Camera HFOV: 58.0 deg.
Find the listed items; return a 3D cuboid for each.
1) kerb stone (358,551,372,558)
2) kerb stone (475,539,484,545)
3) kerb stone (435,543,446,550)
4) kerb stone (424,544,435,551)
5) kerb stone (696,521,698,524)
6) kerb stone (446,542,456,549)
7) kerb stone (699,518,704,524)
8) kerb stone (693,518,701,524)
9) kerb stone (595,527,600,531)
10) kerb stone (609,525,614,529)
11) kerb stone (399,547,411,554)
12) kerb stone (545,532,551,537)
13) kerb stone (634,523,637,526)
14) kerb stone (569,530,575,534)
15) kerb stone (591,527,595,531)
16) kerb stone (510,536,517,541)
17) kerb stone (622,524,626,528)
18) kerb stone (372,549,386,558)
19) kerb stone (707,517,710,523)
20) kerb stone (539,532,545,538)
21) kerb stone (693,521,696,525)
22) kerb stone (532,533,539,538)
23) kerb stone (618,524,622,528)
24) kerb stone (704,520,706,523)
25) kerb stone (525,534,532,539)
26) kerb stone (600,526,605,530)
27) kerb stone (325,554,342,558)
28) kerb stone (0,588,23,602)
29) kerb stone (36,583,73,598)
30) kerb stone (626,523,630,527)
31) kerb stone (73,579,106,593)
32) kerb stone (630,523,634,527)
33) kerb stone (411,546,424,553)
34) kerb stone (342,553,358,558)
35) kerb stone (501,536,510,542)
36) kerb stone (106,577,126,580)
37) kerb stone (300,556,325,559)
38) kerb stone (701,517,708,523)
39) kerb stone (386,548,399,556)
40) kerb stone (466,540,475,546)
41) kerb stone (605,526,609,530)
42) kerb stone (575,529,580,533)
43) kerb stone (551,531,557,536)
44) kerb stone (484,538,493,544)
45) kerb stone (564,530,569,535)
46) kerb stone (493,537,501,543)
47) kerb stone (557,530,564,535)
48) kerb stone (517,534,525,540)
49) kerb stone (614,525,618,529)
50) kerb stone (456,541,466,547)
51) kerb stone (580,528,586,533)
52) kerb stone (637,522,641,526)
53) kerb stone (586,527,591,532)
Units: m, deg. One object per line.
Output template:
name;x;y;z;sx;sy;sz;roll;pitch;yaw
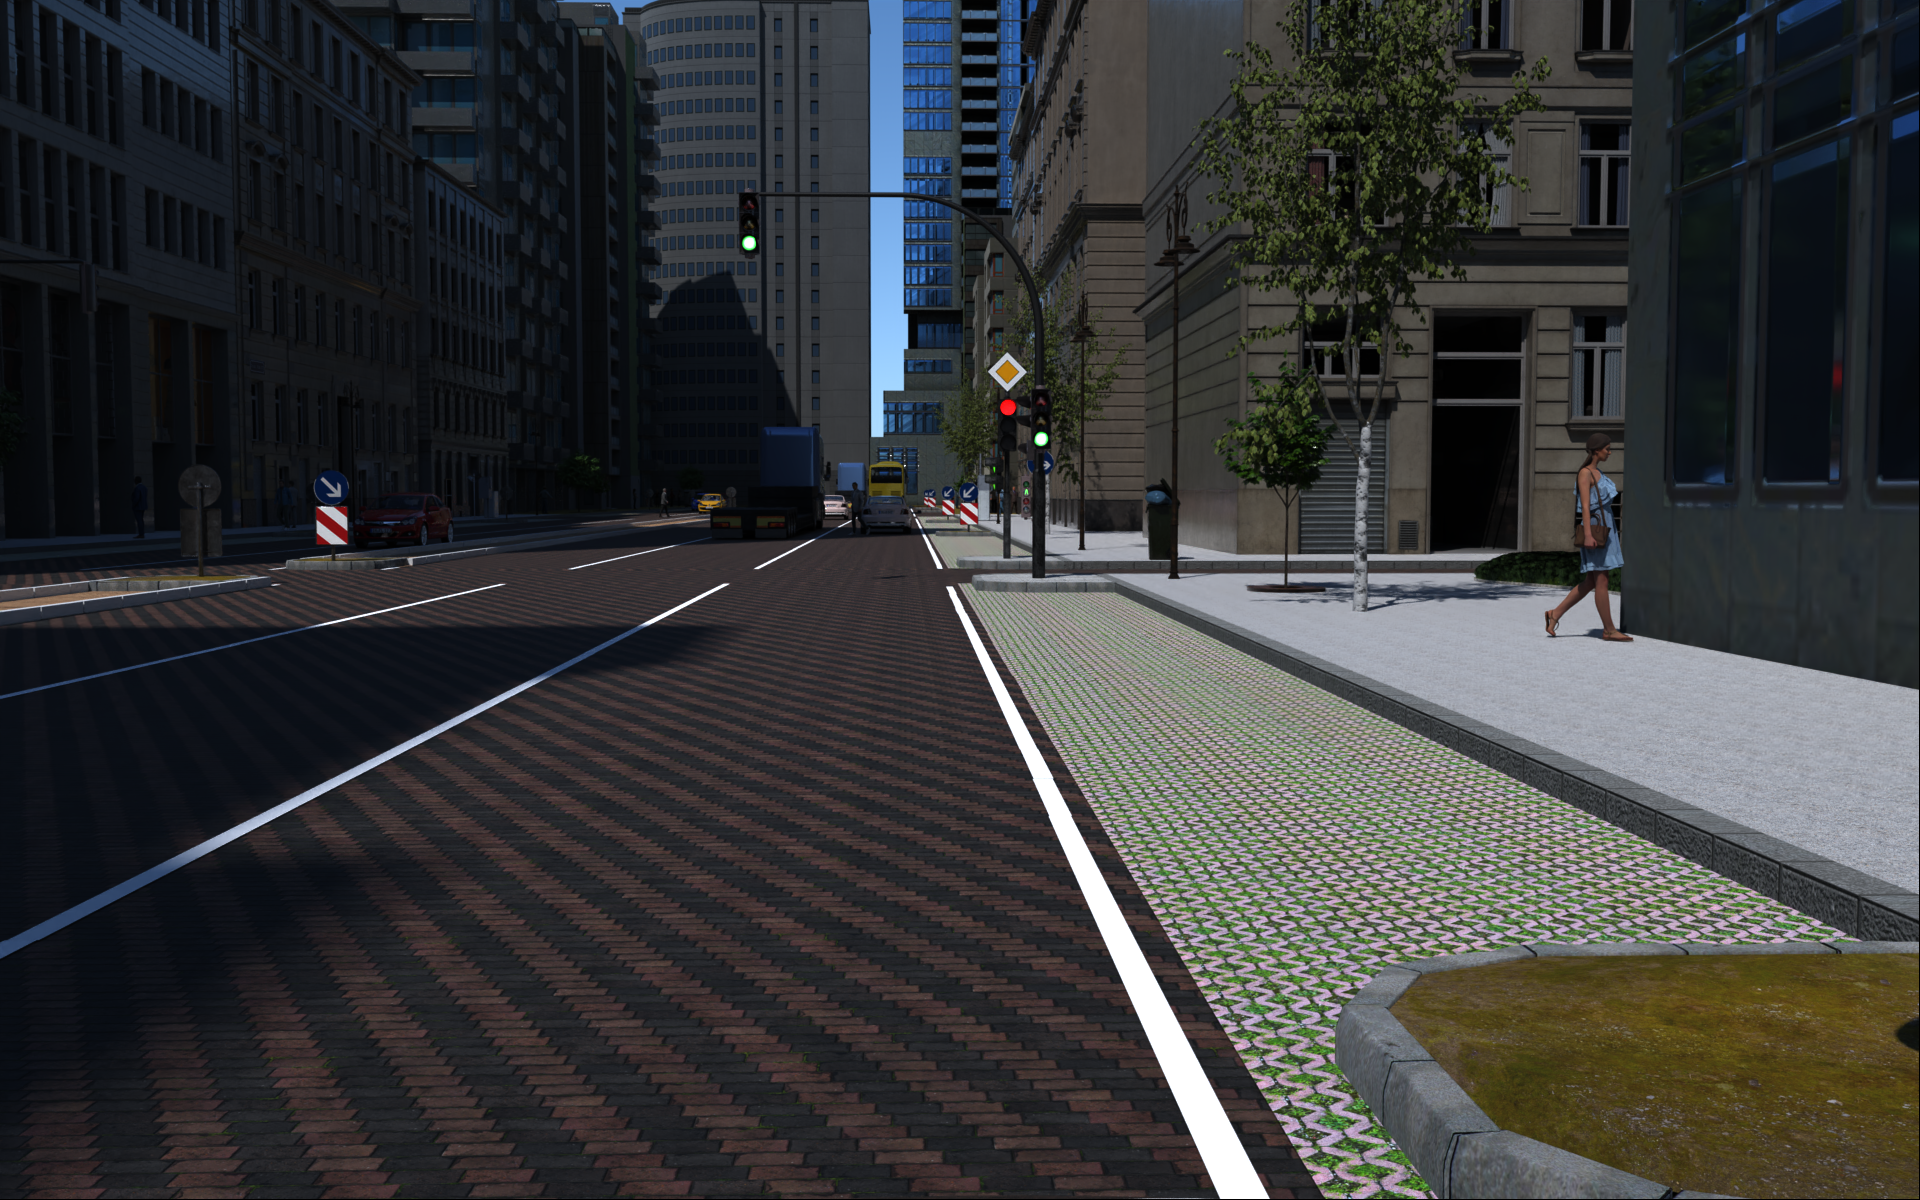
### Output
kerb stone;-13.212;-0.968;38.125;0.120;0.150;1.000;0;4;-2
kerb stone;-13.543;-1.602;48.385;0.120;0.150;1.000;0;4;-2
kerb stone;-13.411;-1.350;44.276;0.120;0.150;1.000;0;4;-2
kerb stone;-13.371;-1.282;43.254;0.120;0.150;1.000;0;4;-2
kerb stone;-12.504;-3.610;81.217;0.120;0.150;1.000;0;4;-2
kerb stone;-13.441;-1.413;45.297;0.120;0.150;1.000;0;4;-2
kerb stone;-12.570;-3.735;83.260;0.120;0.150;1.000;0;4;-2
kerb stone;-12.538;-3.672;82.239;0.120;0.150;1.000;0;4;-2
kerb stone;-14.137;-2.733;66.879;0.120;0.150;1.000;0;4;-2
kerb stone;-14.237;-2.922;69.964;0.120;0.150;1.000;0;4;-2
kerb stone;-13.318;-1.163;41.210;0.120;0.150;1.000;0;4;-2
kerb stone;-13.847;-2.165;57.629;0.120;0.150;1.000;0;4;-2
kerb stone;-14.443;-3.297;76.121;0.120;0.150;1.000;0;4;-2
kerb stone;-13.974;-2.418;61.733;0.120;0.150;1.000;0;4;-2
kerb stone;-14.106;-2.670;65.848;0.120;0.150;1.000;0;4;-2
kerb stone;-13.681;-1.847;52.508;0.120;0.150;1.000;0;4;-2
kerb stone;-14.350;-3.106;73.036;0.120;0.150;1.000;0;4;-2
kerb stone;-13.243;-1.037;39.156;0.120;0.150;1.000;0;4;-2
kerb stone;-12.671;-3.923;86.334;0.120;0.150;1.000;0;4;-2
kerb stone;-13.805;-2.104;56.607;0.120;0.150;1.000;0;4;-2
kerb stone;-12.471;-3.547;80.193;0.120;0.150;1.000;0;4;-2
kerb stone;-13.773;-2.042;55.586;0.120;0.150;1.000;0;4;-2
kerb stone;-14.307;-3.047;72.008;0.120;0.150;1.000;0;4;-2
kerb stone;-12.600;-3.798;84.288;0.120;0.150;1.000;0;4;-2
kerb stone;-13.746;-1.980;54.564;0.120;0.150;1.000;0;4;-2
kerb stone;-14.171;-2.796;67.904;0.120;0.150;1.000;0;4;-2
kerb stone;-13.140;-0.846;36.059;0.120;0.150;1.000;0;4;-2
kerb stone;-12.727;-0.062;23.206;0.120;0.150;1.000;0;4;-2
kerb stone;-12.757;-0.123;24.241;0.120;0.150;1.000;0;4;-2
kerb stone;-14.378;-3.173;74.069;0.120;0.150;1.000;0;4;-2
kerb stone;-12.795;-0.188;25.266;0.120;0.150;1.000;0;4;-2
kerb stone;-14.400;-3.235;75.091;0.120;0.150;1.000;0;4;-2
kerb stone;-13.339;-1.226;42.232;0.120;0.150;1.000;0;4;-2
kerb stone;-13.174;-0.911;37.089;0.120;0.150;1.000;0;4;-2
kerb stone;-13.638;-1.790;51.473;0.120;0.150;1.000;0;4;-2
kerb stone;-12.829;-0.250;26.288;0.120;0.150;1.000;0;4;-2
kerb stone;-13.115;-0.785;35.031;0.120;0.150;1.000;0;4;-2
kerb stone;-12.633;-3.860;85.310;0.120;0.150;1.000;0;4;-2
kerb stone;-13.276;-1.100;40.177;0.120;0.150;1.000;0;4;-2
kerb stone;-13.505;-1.539;47.356;0.120;0.150;1.000;0;4;-2
kerb stone;-14.208;-2.859;68.934;0.120;0.150;1.000;0;4;-2
kerb stone;-14.008;-2.469;62.756;0.120;0.150;1.000;0;4;-2
kerb stone;-13.878;-2.230;58.651;0.120;0.150;1.000;0;4;-2
kerb stone;-13.578;-1.665;49.414;0.120;0.150;1.000;0;4;-2
kerb stone;-13.947;-2.355;60.702;0.120;0.150;1.000;0;4;-2
kerb stone;-13.609;-1.728;50.441;0.120;0.150;1.000;0;4;-2
kerb stone;-13.907;-2.292;59.677;0.120;0.150;1.000;0;4;-2
kerb stone;-13.710;-1.905;53.541;0.120;0.150;1.000;0;4;-2
kerb stone;-14.270;-2.984;70.986;0.120;0.150;1.000;0;4;-2
kerb stone;-13.480;-1.475;46.319;0.120;0.150;1.000;0;4;-2
kerb stone;-14.038;-2.534;63.790;0.120;0.150;1.000;0;4;-2
kerb stone;-14.473;-3.361;77.144;0.120;0.150;1.000;0;4;-2
kerb stone;-14.067;-2.607;64.823;0.120;0.150;1.000;0;4;-2
